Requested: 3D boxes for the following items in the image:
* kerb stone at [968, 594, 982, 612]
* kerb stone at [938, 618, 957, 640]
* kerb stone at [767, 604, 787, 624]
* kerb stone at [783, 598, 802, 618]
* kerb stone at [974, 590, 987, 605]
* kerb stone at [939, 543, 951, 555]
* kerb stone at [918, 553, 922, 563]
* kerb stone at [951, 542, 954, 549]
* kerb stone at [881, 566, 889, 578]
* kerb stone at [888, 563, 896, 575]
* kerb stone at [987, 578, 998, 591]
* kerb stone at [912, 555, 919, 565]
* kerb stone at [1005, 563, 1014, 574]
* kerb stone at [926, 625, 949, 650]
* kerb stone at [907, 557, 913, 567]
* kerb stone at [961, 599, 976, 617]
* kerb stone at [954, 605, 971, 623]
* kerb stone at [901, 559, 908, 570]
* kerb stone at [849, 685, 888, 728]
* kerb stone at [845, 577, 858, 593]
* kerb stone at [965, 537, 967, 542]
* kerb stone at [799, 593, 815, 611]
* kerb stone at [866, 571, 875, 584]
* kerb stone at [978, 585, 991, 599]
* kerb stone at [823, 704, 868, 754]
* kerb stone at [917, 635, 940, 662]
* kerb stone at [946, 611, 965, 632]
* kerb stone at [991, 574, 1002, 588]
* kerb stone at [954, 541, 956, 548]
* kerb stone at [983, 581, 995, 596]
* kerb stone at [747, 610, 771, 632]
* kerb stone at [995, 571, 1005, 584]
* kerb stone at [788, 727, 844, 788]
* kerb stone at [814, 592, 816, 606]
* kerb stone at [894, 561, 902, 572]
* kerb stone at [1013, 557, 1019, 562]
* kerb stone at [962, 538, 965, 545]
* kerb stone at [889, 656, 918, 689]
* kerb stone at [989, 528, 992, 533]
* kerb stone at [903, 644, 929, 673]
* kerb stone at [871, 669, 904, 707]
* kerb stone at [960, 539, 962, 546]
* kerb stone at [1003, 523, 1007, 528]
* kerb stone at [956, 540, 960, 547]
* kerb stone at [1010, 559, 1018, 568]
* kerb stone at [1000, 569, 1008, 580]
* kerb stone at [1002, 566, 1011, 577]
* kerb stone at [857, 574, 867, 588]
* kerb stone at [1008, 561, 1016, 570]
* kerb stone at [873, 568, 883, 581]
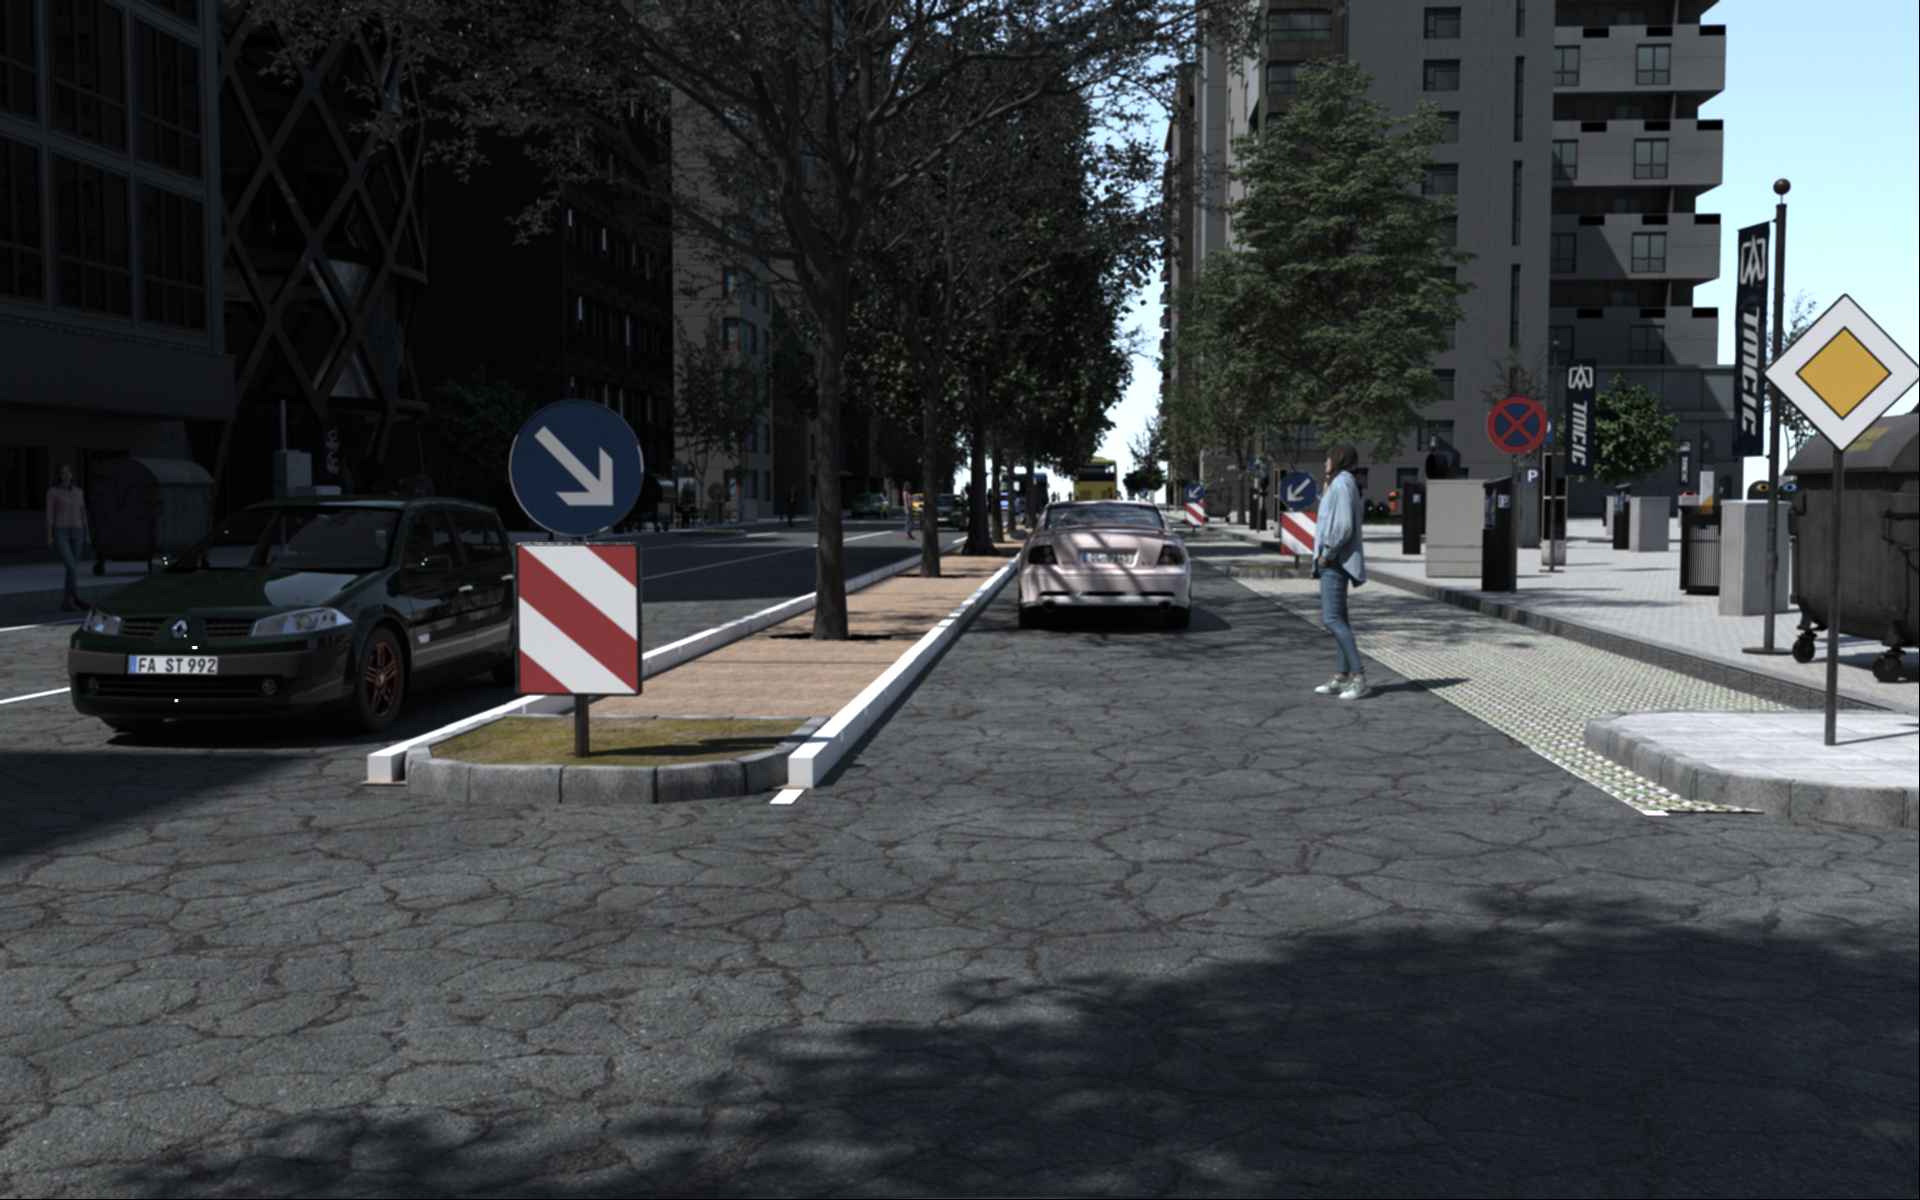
[{"bbox_3d":[0.150,0.061,21.195,0.120,0.150,1.000,0,4,4],"label":"kerb stone"},{"bbox_3d":[-0.154,0.311,17.116,0.120,0.150,1.000,0,4,4],"label":"kerb stone"},{"bbox_3d":[-2.094,0.182,19.270,0.120,0.150,1.000,0,4,4],"label":"kerb stone"},{"bbox_3d":[-2.019,0.117,20.290,0.120,0.150,1.000,0,4,4],"label":"kerb stone"},{"bbox_3d":[0.219,0.005,22.216,0.120,0.150,1.000,0,4,4],"label":"kerb stone"},{"bbox_3d":[-0.393,-1.259,42.801,0.120,0.150,1.000,0,4,4],"label":"kerb stone"},{"bbox_3d":[-0.918,-0.822,35.631,0.120,0.150,1.000,0,4,4],"label":"kerb stone"},{"bbox_3d":[-0.318,-1.318,43.821,0.120,0.150,1.000,0,4,4],"label":"kerb stone"},{"bbox_3d":[-1.361,-0.447,29.497,0.120,0.150,1.000,0,4,4],"label":"kerb stone"},{"bbox_3d":[-1.292,-0.505,30.518,0.120,0.150,1.000,0,4,4],"label":"kerb stone"},{"bbox_3d":[0.435,-0.186,25.274,0.120,0.150,1.000,0,4,4],"label":"kerb stone"},{"bbox_3d":[-0.985,-0.756,34.602,0.120,0.150,1.000,0,4,4],"label":"kerb stone"},{"bbox_3d":[0.815,-0.501,30.385,0.120,0.150,1.000,0,4,4],"label":"kerb stone"},{"bbox_3d":[-0.229,0.373,16.089,0.120,0.150,1.000,0,4,4],"label":"kerb stone"},{"bbox_3d":[-1.065,-0.695,33.577,0.120,0.150,1.000,0,4,4],"label":"kerb stone"},{"bbox_3d":[0.069,0.125,20.176,0.120,0.150,1.000,0,4,4],"label":"kerb stone"},{"bbox_3d":[-0.002,0.186,19.157,0.120,0.150,1.000,0,4,4],"label":"kerb stone"},{"bbox_3d":[-1.128,-0.627,32.555,0.120,0.150,1.000,0,4,4],"label":"kerb stone"},{"bbox_3d":[-0.591,0.686,10.986,0.120,0.150,1.000,0,4,4],"label":"kerb stone"},{"bbox_3d":[-1.656,-0.196,25.402,0.120,0.150,1.000,0,4,4],"label":"kerb stone"},{"bbox_3d":[0.046,-1.630,48.940,0.120,0.150,1.000,0,4,4],"label":"kerb stone"},{"bbox_3d":[-1.952,0.054,21.310,0.120,0.150,1.000,0,4,4],"label":"kerb stone"},{"bbox_3d":[-1.509,-0.321,27.441,0.120,0.150,1.000,0,4,4],"label":"kerb stone"},{"bbox_3d":[0.291,-0.061,23.235,0.120,0.150,1.000,0,4,4],"label":"kerb stone"},{"bbox_3d":[-0.667,0.748,9.965,0.120,0.150,1.000,0,4,4],"label":"kerb stone"},{"bbox_3d":[-0.302,0.440,15.070,0.120,0.150,1.000,0,4,4],"label":"kerb stone"},{"bbox_3d":[-0.073,0.248,18.136,0.120,0.150,1.000,0,4,4],"label":"kerb stone"},{"bbox_3d":[0.515,-0.251,26.292,0.120,0.150,1.000,0,4,4],"label":"kerb stone"},{"bbox_3d":[-0.253,-1.384,44.840,0.120,0.150,1.000,0,4,4],"label":"kerb stone"},{"bbox_3d":[0.370,-0.126,24.254,0.120,0.150,1.000,0,4,4],"label":"kerb stone"},{"bbox_3d":[-2.172,0.245,18.251,0.120,0.150,1.000,0,4,4],"label":"kerb stone"},{"bbox_3d":[0.594,-0.313,27.311,0.120,0.150,1.000,0,4,4],"label":"kerb stone"},{"bbox_3d":[-0.741,0.811,8.937,0.120,0.150,1.000,0,4,4],"label":"kerb stone"},{"bbox_3d":[-1.871,-0.005,22.340,0.120,0.150,1.000,0,4,4],"label":"kerb stone"},{"bbox_3d":[-1.207,-0.571,31.536,0.120,0.150,1.000,0,4,4],"label":"kerb stone"},{"bbox_3d":[1.026,-0.689,33.454,0.120,0.150,1.000,0,4,4],"label":"kerb stone"},{"bbox_3d":[-0.031,-1.573,47.917,0.120,0.150,1.000,0,4,4],"label":"kerb stone"},{"bbox_3d":[-0.443,0.562,13.027,0.120,0.150,1.000,0,4,4],"label":"kerb stone"},{"bbox_3d":[1.309,-2.698,66.328,0.120,0.150,1.000,0,4,4],"label":"kerb stone"},{"bbox_3d":[-0.376,0.498,14.050,0.120,0.150,1.000,0,4,4],"label":"kerb stone"},{"bbox_3d":[-0.517,0.624,12.005,0.120,0.150,1.000,0,4,4],"label":"kerb stone"},{"bbox_3d":[-0.100,-1.510,46.897,0.120,0.150,1.000,0,4,4],"label":"kerb stone"},{"bbox_3d":[2.120,-3.386,77.587,0.120,0.150,1.000,0,4,4],"label":"kerb stone"},{"bbox_3d":[-0.174,-1.447,45.869,0.120,0.150,1.000,0,4,4],"label":"kerb stone"},{"bbox_3d":[0.954,-0.626,32.430,0.120,0.150,1.000,0,4,4],"label":"kerb stone"},{"bbox_3d":[0.659,-0.375,28.331,0.120,0.150,1.000,0,4,4],"label":"kerb stone"},{"bbox_3d":[0.745,-0.438,29.356,0.120,0.150,1.000,0,4,4],"label":"kerb stone"},{"bbox_3d":[-1.575,-0.258,26.420,0.120,0.150,1.000,0,4,4],"label":"kerb stone"},{"bbox_3d":[0.887,-0.564,31.410,0.120,0.150,1.000,0,4,4],"label":"kerb stone"},{"bbox_3d":[-1.427,-0.384,28.477,0.120,0.150,1.000,0,4,4],"label":"kerb stone"}]
